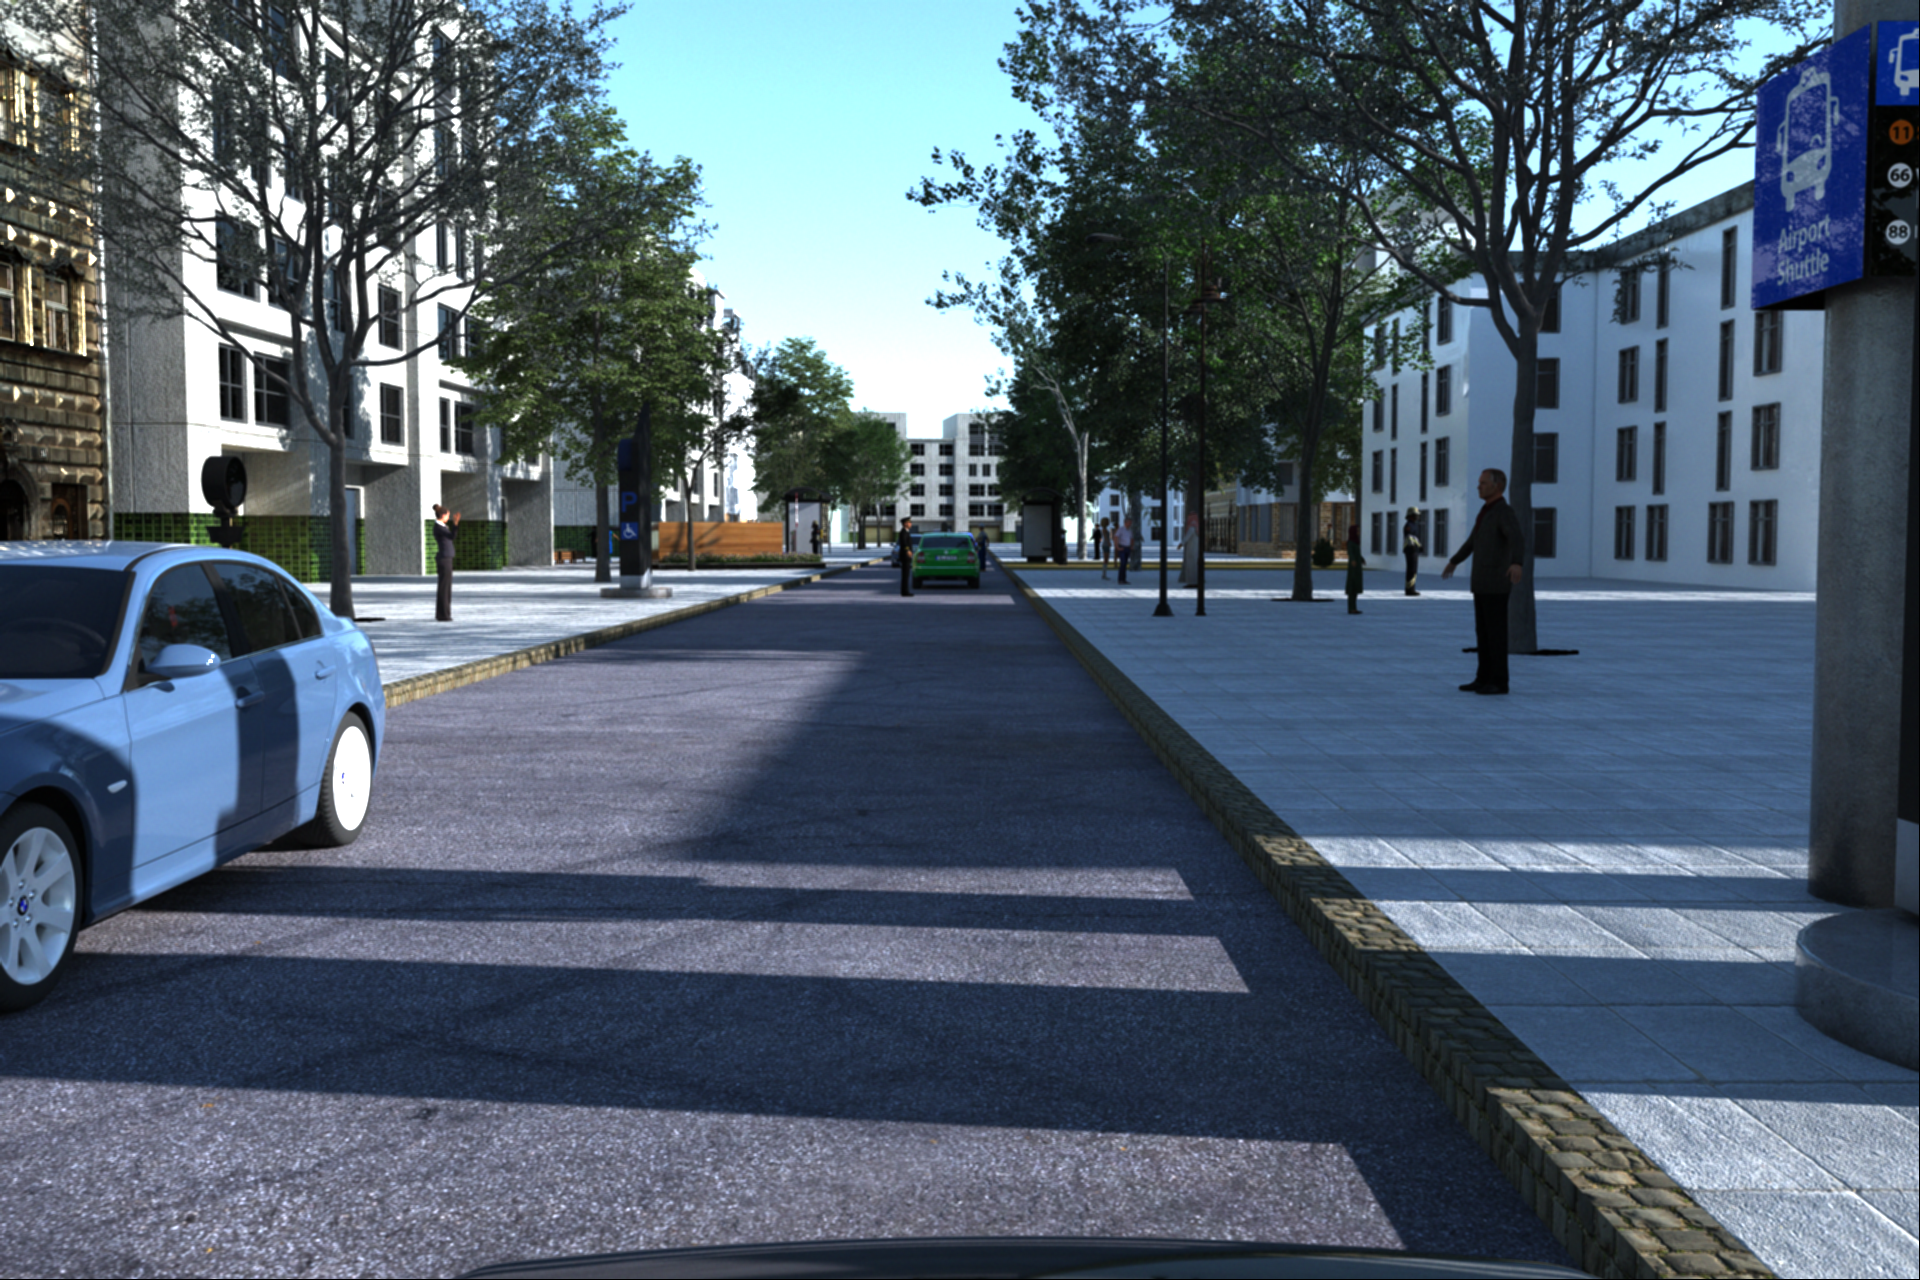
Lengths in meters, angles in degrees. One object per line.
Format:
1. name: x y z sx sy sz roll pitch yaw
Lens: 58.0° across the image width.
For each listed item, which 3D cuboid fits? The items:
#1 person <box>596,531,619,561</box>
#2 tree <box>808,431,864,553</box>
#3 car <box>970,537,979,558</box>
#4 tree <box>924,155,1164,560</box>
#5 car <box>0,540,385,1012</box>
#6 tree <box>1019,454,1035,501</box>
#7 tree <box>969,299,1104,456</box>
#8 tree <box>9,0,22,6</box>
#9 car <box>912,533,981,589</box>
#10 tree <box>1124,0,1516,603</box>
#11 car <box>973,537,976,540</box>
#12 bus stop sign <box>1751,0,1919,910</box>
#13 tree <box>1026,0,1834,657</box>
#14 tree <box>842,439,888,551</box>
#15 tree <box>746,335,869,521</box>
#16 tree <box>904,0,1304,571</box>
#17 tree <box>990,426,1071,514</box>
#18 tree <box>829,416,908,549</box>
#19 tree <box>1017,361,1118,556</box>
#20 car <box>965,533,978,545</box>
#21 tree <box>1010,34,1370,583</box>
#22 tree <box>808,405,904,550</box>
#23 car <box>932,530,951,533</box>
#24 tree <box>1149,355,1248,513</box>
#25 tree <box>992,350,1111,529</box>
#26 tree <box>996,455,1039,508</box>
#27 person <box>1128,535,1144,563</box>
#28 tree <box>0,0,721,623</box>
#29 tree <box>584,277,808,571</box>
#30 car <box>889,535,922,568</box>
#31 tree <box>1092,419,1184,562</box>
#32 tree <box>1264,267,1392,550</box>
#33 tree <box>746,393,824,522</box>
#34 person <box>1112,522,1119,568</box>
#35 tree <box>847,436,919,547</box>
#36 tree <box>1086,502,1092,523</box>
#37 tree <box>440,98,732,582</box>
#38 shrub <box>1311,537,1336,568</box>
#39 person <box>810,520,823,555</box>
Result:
1. person: -16.266 -4.512 79.898 0.704 1.817 1.347 3 5 45
2. tree: -8.761 -10.040 114.511 4.360 8.622 3.978 0 3 0
3. car: -0.023 -3.593 71.320 1.945 1.354 3.894 0 4 1
4. tree: 5.064 -14.164 87.465 12.611 20.169 13.585 0 3 0
5. car: -3.658 0.323 6.719 2.014 1.417 4.499 0 3 0
6. tree: 6.972 -12.199 149.819 4.360 8.622 3.978 0 3 0
7. tree: 6.840 -17.279 138.403 12.611 20.169 13.585 0 3 0
8. tree: -8.904 -3.774 12.072 4.360 8.622 3.978 0 3 0
9. car: -0.394 -2.324 46.792 1.959 1.807 4.718 0 4 -1
10. tree: 6.687 -6.538 32.652 9.928 11.665 9.643 0 3 0
11. car: 0.546 -8.986 158.930 2.014 1.417 4.499 0 4 -1
12. bus stop sign: 3.331 -1.038 5.989 0.837 3.901 0.837 0 4 1
13. tree: 6.029 -6.606 18.371 12.009 13.543 11.850 0 3 0
14. tree: -8.249 -11.091 131.697 4.360 8.622 3.978 0 3 0
15. tree: -8.823 -11.093 99.505 7.486 12.596 7.792 0 3 0
16. tree: 4.948 -12.505 60.341 12.611 20.169 13.585 0 3 0
17. tree: 6.609 -14.686 158.246 7.486 12.596 7.792 0 3 0
18. tree: -8.317 -13.836 151.972 9.928 11.665 9.643 0 3 0
19. tree: 6.986 -10.825 102.742 9.928 11.665 9.643 0 3 0
20. car: 0.073 -5.025 91.746 1.945 1.707 3.694 0 4 0
21. tree: 6.179 -8.501 45.648 9.857 13.997 8.962 0 3 0
22. tree: -8.315 -13.176 141.176 9.928 11.665 9.643 0 3 0
23. car: -1.501 -8.160 142.094 2.281 1.827 5.304 0 4 1
24. tree: 9.536 -7.316 69.974 4.737 8.622 4.395 0 3 0
25. tree: 6.705 -12.919 117.877 9.857 13.997 8.962 0 3 0
26. tree: 7.036 -14.794 167.643 9.928 11.665 9.643 0 3 0
27. person: 7.531 -4.243 75.560 1.347 1.806 0.705 -2 4 -32
28. tree: -9.139 -7.007 24.935 12.009 13.543 11.850 0 3 0
29. tree: -9.246 -7.687 60.102 8.767 10.594 7.601 0 4 6
30. car: -2.029 -3.866 75.204 2.014 1.417 4.499 0 4 1
31. tree: 7.239 -7.673 75.814 4.360 8.622 3.978 0 3 0
32. tree: 16.760 -9.558 74.397 7.486 12.596 7.792 0 3 0
33. tree: -8.678 -8.570 90.479 4.360 8.622 3.978 0 3 0
34. person: 6.079 -3.642 66.357 0.721 1.733 1.217 0 4 8
35. tree: -7.767 -14.752 166.951 9.928 11.665 9.643 0 3 0
36. tree: 20.361 -18.661 255.465 4.360 8.622 3.978 0 3 0
37. tree: -9.855 -7.835 46.227 7.486 12.596 7.792 0 3 0
38. shrub: 13.919 -3.379 66.366 1.383 1.207 1.383 0 3 0
39. person: -6.077 -4.083 72.542 0.705 1.856 1.354 -1 4 -14
